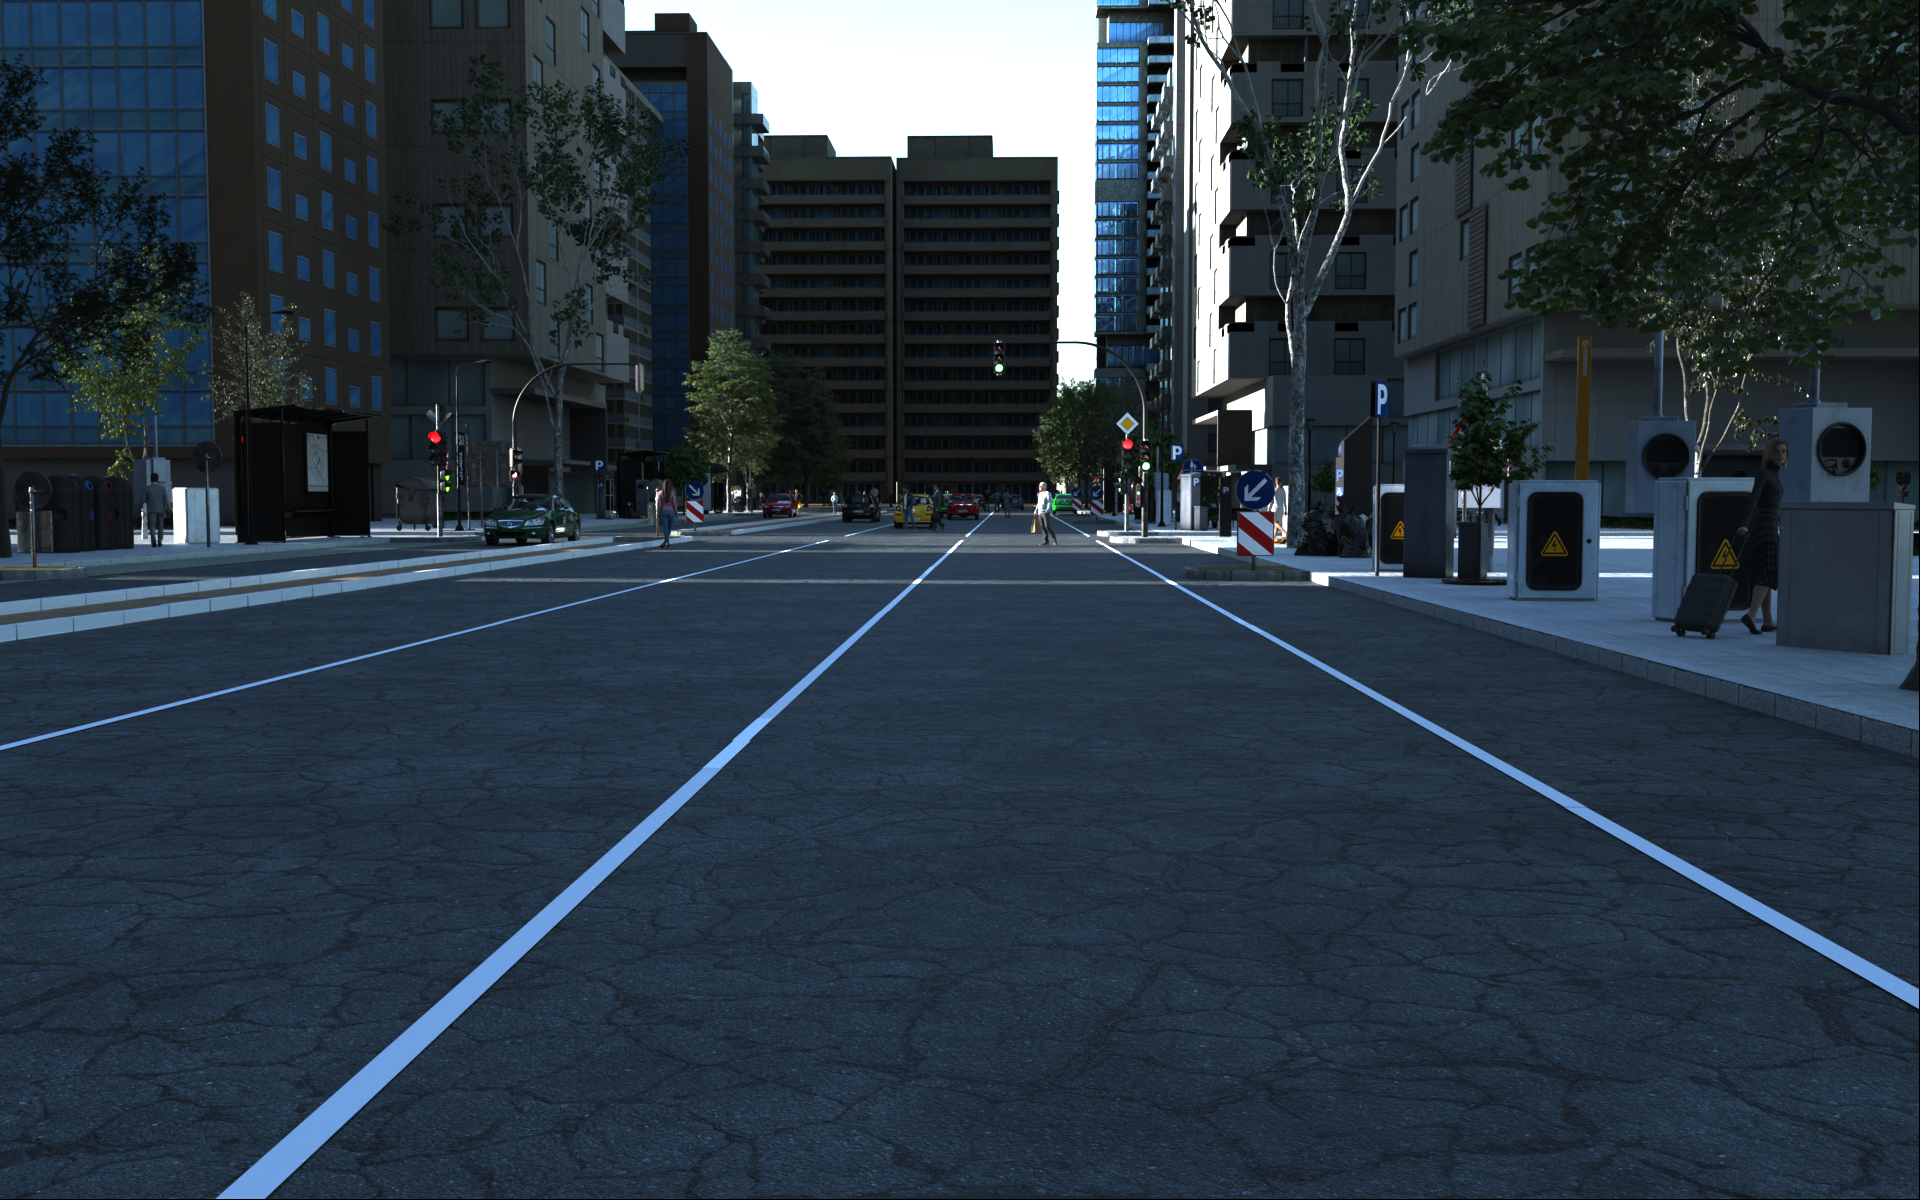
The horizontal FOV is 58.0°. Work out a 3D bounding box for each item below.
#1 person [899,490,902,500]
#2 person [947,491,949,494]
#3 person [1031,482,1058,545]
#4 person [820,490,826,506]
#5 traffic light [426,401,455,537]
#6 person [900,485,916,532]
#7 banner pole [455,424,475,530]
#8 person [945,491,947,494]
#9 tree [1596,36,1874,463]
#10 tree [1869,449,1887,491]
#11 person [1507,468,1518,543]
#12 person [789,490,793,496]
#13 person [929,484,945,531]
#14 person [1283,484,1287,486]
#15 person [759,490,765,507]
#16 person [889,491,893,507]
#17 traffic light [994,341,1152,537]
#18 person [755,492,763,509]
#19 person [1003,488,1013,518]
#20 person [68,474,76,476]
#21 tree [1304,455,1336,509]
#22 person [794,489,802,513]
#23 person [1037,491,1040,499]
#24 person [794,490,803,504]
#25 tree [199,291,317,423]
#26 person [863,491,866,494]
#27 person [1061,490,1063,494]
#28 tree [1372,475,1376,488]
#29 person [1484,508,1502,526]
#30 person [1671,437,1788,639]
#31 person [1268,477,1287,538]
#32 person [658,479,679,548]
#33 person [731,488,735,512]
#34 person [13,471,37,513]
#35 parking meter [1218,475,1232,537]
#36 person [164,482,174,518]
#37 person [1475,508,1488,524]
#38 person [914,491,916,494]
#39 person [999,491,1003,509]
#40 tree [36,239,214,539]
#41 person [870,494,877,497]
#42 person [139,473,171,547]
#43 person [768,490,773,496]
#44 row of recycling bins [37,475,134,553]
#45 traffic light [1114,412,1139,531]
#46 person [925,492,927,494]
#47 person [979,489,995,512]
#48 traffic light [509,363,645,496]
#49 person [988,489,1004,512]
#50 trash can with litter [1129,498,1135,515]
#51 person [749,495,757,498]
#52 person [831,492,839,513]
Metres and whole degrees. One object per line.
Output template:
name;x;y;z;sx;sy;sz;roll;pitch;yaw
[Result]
person;-4.983;-8.397;146.501;0.721;1.736;1.217;0;4;2
person;-1.165;-10.073;173.739;0.990;1.755;0.434;0;4;-5
person;2.348;-2.413;48.446;0.515;1.767;0.782;-2;4;-34
person;-14.246;-10.614;180.095;0.721;1.766;1.217;2;4;27
traffic light;-15.675;-3.868;52.165;0.839;4.253;0.868;0;4;2
person;-1.997;-3.489;65.886;0.623;1.781;0.721;2;4;26
banner pole;-17.660;-4.380;61.625;0.401;3.779;0.863;2;4;29
person;-1.294;-10.240;176.442;0.721;1.766;1.217;0;4;0
tree;11.801;-4.704;27.273;4.360;8.622;3.978;0;3;0
tree;33.483;-4.255;64.168;1.663;3.219;1.824;0;3;0
person;10.341;-1.499;30.771;1.509;1.804;0.699;-1;4;-17
person;-11.526;-6.621;117.761;0.512;1.701;0.522;3;5;40
person;-0.880;-3.623;67.693;0.822;1.834;0.622;-2;4;-31
person;16.107;-4.983;87.729;1.509;1.804;0.699;3;5;42
person;-20.301;-10.448;177.580;0.721;1.735;1.217;-2;4;-28
person;-7.737;-11.397;195.398;0.434;1.755;0.990;-2;4;-27
traffic light;3.383;-4.696;51.455;4.771;5.953;1.251;0;4;2
person;-17.211;-8.492;148.118;0.599;1.433;0.991;3;4;36
person;2.960;-5.852;104.532;0.716;1.782;0.532;3;5;41
person;-22.568;-2.326;44.246;0.590;1.801;0.661;-2;4;-28
tree;18.059;-5.550;85.346;1.663;3.219;1.824;0;3;0
person;-12.234;-7.338;128.701;0.699;1.804;1.509;-1;4;-22
person;9.412;-11.971;204.101;0.709;1.838;0.599;-1;4;-20
person;-16.627;-10.439;177.403;1.217;1.739;0.721;2;4;26
tree;-25.123;-6.862;62.560;4.360;8.622;3.978;0;3;0
person;-11.274;-11.926;204.215;1.217;1.736;0.721;1;4;13
person;8.560;-8.390;146.212;0.617;1.759;0.750;1;4;16
tree;20.715;-5.879;90.728;1.663;3.219;1.824;0;3;0
person;21.442;-3.908;69.848;0.836;1.842;0.656;2;4;23
person;7.126;-0.586;15.837;1.509;1.804;0.699;-2;4;-24
person;8.505;-2.402;46.070;0.760;1.731;0.466;3;5;43
person;-7.724;-2.284;45.851;0.555;1.821;0.388;-1;4;-18
person;-16.481;-7.247;125.210;0.731;1.740;0.598;2;4;30
person;-21.796;-2.107;40.587;0.694;1.812;0.767;0;4;6
parking meter;7.965;-2.839;52.125;0.399;1.863;0.255;0;4;1
person;-29.268;-3.524;64.144;0.782;1.767;0.515;1;4;14
person;18.280;-3.326;60.611;0.728;1.800;0.709;1;4;9
person;-4.026;-9.114;158.196;1.217;1.739;0.721;2;4;35
person;3.873;-9.391;162.486;0.683;1.767;0.568;-3;5;-42
tree;-23.556;-6.048;49.248;4.737;8.622;4.395;0;3;0
person;-10.511;-12.219;208.306;1.348;1.821;0.705;-2;4;-31
person;-19.496;-2.180;41.956;0.678;1.792;0.850;-2;4;-28
person;-20.142;-10.918;185.345;1.217;1.735;0.721;3;5;42
row of recycling bins;-19.837;-1.965;39.249;1.069;1.692;3.534;0;4;-2
traffic light;5.722;-4.318;59.513;0.839;4.253;0.868;0;4;2
person;-4.277;-12.362;211.345;0.721;1.735;1.217;0;4;7
person;2.159;-7.964;138.728;1.348;1.822;0.705;-1;4;-9
traffic light;-13.336;-5.226;60.117;4.771;5.953;1.251;0;4;2
person;2.898;-7.827;136.555;1.350;1.814;0.705;-1;4;-17
trash can with litter;10.924;-5.936;108.443;1.055;1.170;0.624;-2;4;-29
person;-19.023;-9.353;159.700;1.217;1.736;0.721;3;4;38
person;-9.505;-7.416;131.555;0.589;1.601;0.330;0;4;4
